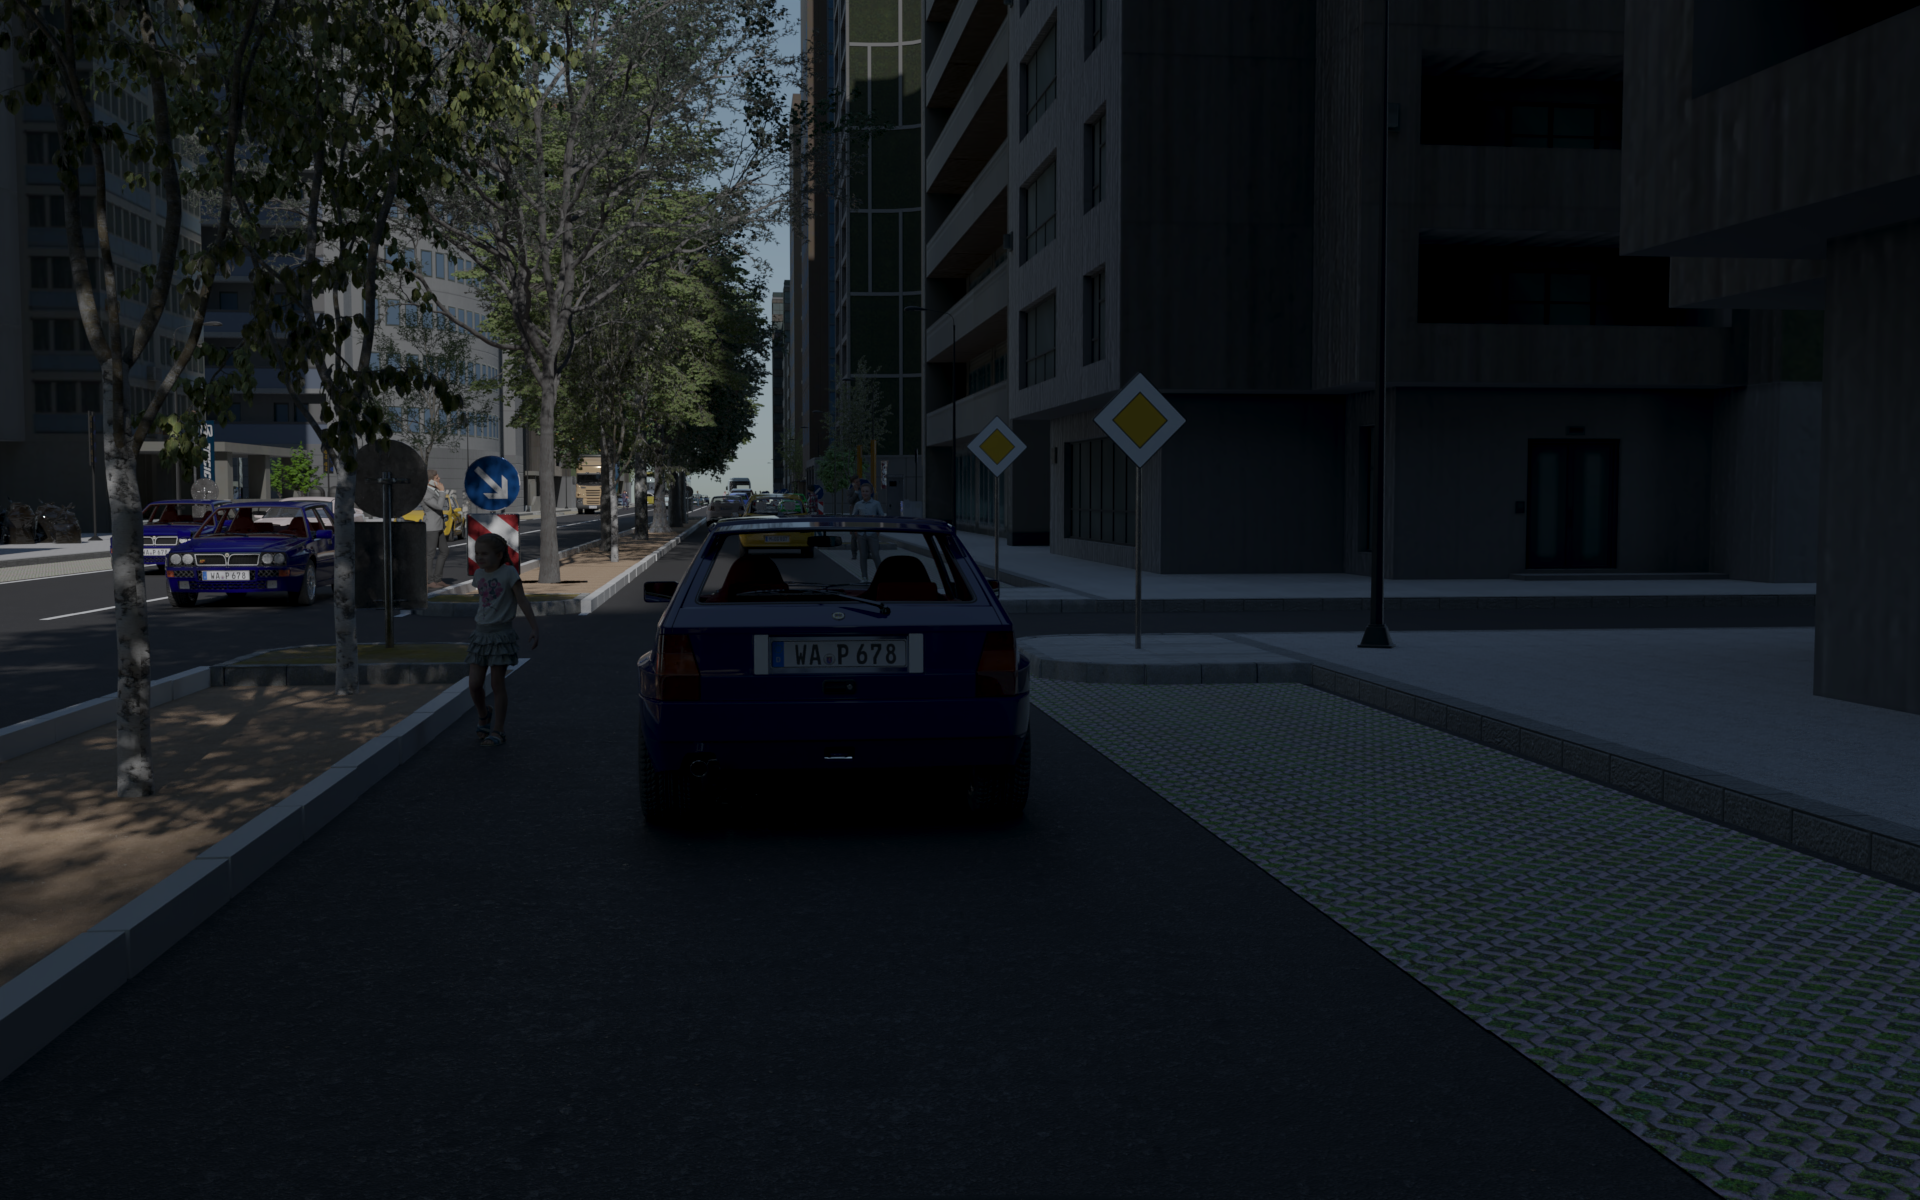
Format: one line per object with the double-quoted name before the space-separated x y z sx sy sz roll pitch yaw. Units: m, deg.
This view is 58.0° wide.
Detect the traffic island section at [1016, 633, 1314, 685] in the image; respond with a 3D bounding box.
"traffic island section" 1.497 0.483 14.388 2.009 0.180 2.903 0 4 -7

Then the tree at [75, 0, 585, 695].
"tree" -4.435 -3.638 12.308 4.737 8.622 4.395 0 3 0

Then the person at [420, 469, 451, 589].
"person" -7.971 -1.079 26.331 0.473 1.802 0.592 0 4 6

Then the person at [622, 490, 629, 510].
"person" -29.736 -8.884 154.197 0.568 1.767 0.683 3 5 40

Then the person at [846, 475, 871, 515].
"person" -2.145 -1.799 37.720 0.655 1.846 0.447 -2 4 -24

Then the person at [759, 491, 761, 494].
"person" -19.327 -9.730 168.108 1.217 1.766 0.721 1 4 22

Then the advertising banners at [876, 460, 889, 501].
"advertising banners" -4.445 -5.678 89.026 2.074 3.025 0.090 -3 5 -44

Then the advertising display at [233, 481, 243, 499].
"advertising display" -36.537 -5.036 87.559 0.974 1.923 0.123 3 5 40

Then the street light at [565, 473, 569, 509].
"street light" -33.836 -10.926 151.186 1.470 5.913 1.316 0 4 -7

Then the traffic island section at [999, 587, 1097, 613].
"traffic island section" 0.493 -0.002 22.310 2.009 0.180 2.903 0 4 -7

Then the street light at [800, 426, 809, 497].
"street light" -10.282 -8.966 119.137 1.470 5.913 1.316 0 4 -7

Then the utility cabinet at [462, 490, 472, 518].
"utility cabinet" -26.470 -5.154 92.953 0.318 1.500 1.173 0 4 -7

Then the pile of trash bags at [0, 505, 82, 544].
"pile of trash bags" -24.596 -2.130 44.572 3.447 1.369 1.912 -3 4 -36

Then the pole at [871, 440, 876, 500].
"pole" -3.256 -4.365 65.211 0.158 3.312 0.155 0 3 0

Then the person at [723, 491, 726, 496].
"person" -21.936 -9.308 161.618 0.436 1.711 0.756 0 4 7

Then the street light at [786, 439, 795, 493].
"street light" -13.672 -10.587 145.631 1.470 5.913 1.316 0 4 -7

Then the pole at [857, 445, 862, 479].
"pole" -4.180 -4.794 72.221 0.158 3.312 0.155 0 3 0

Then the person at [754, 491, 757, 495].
"person" -26.670 -13.305 226.054 1.348 1.823 0.705 0 4 -3

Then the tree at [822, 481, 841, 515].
"tree" -8.068 -6.970 108.555 1.663 3.219 1.824 0 3 0

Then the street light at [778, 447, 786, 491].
"street light" -17.110 -12.238 172.634 1.470 5.913 1.316 0 4 -7

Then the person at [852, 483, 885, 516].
"person" -1.447 -1.028 27.125 0.589 1.601 0.330 1 4 18

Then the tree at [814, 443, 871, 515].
"tree" -7.025 -7.345 103.811 4.285 4.588 4.351 0 3 0

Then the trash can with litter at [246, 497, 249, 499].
"trash can with litter" -32.274 -4.164 79.470 1.055 1.170 0.624 -2 4 -31

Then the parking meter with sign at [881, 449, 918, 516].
"parking meter with sign" -2.514 -4.317 66.846 1.738 3.016 0.543 0 4 1

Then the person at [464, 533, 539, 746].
"person" -2.615 0.217 9.962 0.505 1.210 0.382 1 4 18

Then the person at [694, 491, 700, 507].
"person" -28.861 -11.119 190.380 0.705 1.814 1.350 -2 4 -34

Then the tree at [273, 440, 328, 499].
"tree" -23.548 -4.138 62.260 1.663 3.219 1.824 0 3 0

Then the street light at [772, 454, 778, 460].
"street light" -20.743 -13.985 201.201 1.470 5.913 1.316 0 4 -7

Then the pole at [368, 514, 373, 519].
"pole" -29.994 -5.762 88.055 0.158 3.312 0.155 0 3 0

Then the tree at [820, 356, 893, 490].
"tree" -5.697 -8.705 92.687 4.360 8.622 3.978 0 3 0

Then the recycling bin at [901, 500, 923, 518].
"recycling bin" -1.698 -2.962 60.990 0.722 1.027 0.722 0 4 -8

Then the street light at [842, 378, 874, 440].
"street light" -4.030 -5.933 69.549 1.470 5.913 1.316 0 4 -7

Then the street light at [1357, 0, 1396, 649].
"street light" 2.958 -2.554 14.293 1.470 5.913 1.316 0 4 -7

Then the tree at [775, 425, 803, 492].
"tree" -17.089 -14.039 179.900 4.737 8.622 4.395 0 3 0

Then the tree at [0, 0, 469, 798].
"tree" -3.854 -3.357 7.704 4.360 8.622 3.978 0 3 0

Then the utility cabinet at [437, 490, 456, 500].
"utility cabinet" -26.925 -5.010 90.594 1.173 1.500 0.318 1 4 15

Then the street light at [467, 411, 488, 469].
"street light" -26.858 -7.582 96.506 1.470 5.913 1.316 0 4 -7

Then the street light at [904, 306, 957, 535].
"street light" -0.682 -4.312 43.049 1.470 5.913 1.316 0 4 -7

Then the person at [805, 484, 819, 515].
"person" -4.374 -2.608 51.977 0.643 1.720 0.563 -1 4 -16

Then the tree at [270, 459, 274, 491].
"tree" -32.165 -5.362 82.263 1.663 3.219 1.824 0 3 0

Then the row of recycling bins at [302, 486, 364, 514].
"row of recycling bins" -31.957 -4.915 87.479 3.534 1.692 1.069 -1 4 -14

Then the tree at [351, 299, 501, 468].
"tree" -26.137 -9.136 83.788 8.767 10.594 7.601 1 4 8

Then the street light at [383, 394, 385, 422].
"street light" -24.044 -6.208 74.034 1.470 5.913 1.316 0 4 -7

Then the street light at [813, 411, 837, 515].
"street light" -7.510 -7.587 96.588 1.470 5.913 1.316 0 4 -7

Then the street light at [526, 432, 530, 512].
"street light" -30.355 -9.248 123.751 1.470 5.913 1.316 0 4 -7

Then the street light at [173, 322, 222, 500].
"street light" -20.565 -4.538 46.736 1.470 5.913 1.316 0 4 -7
